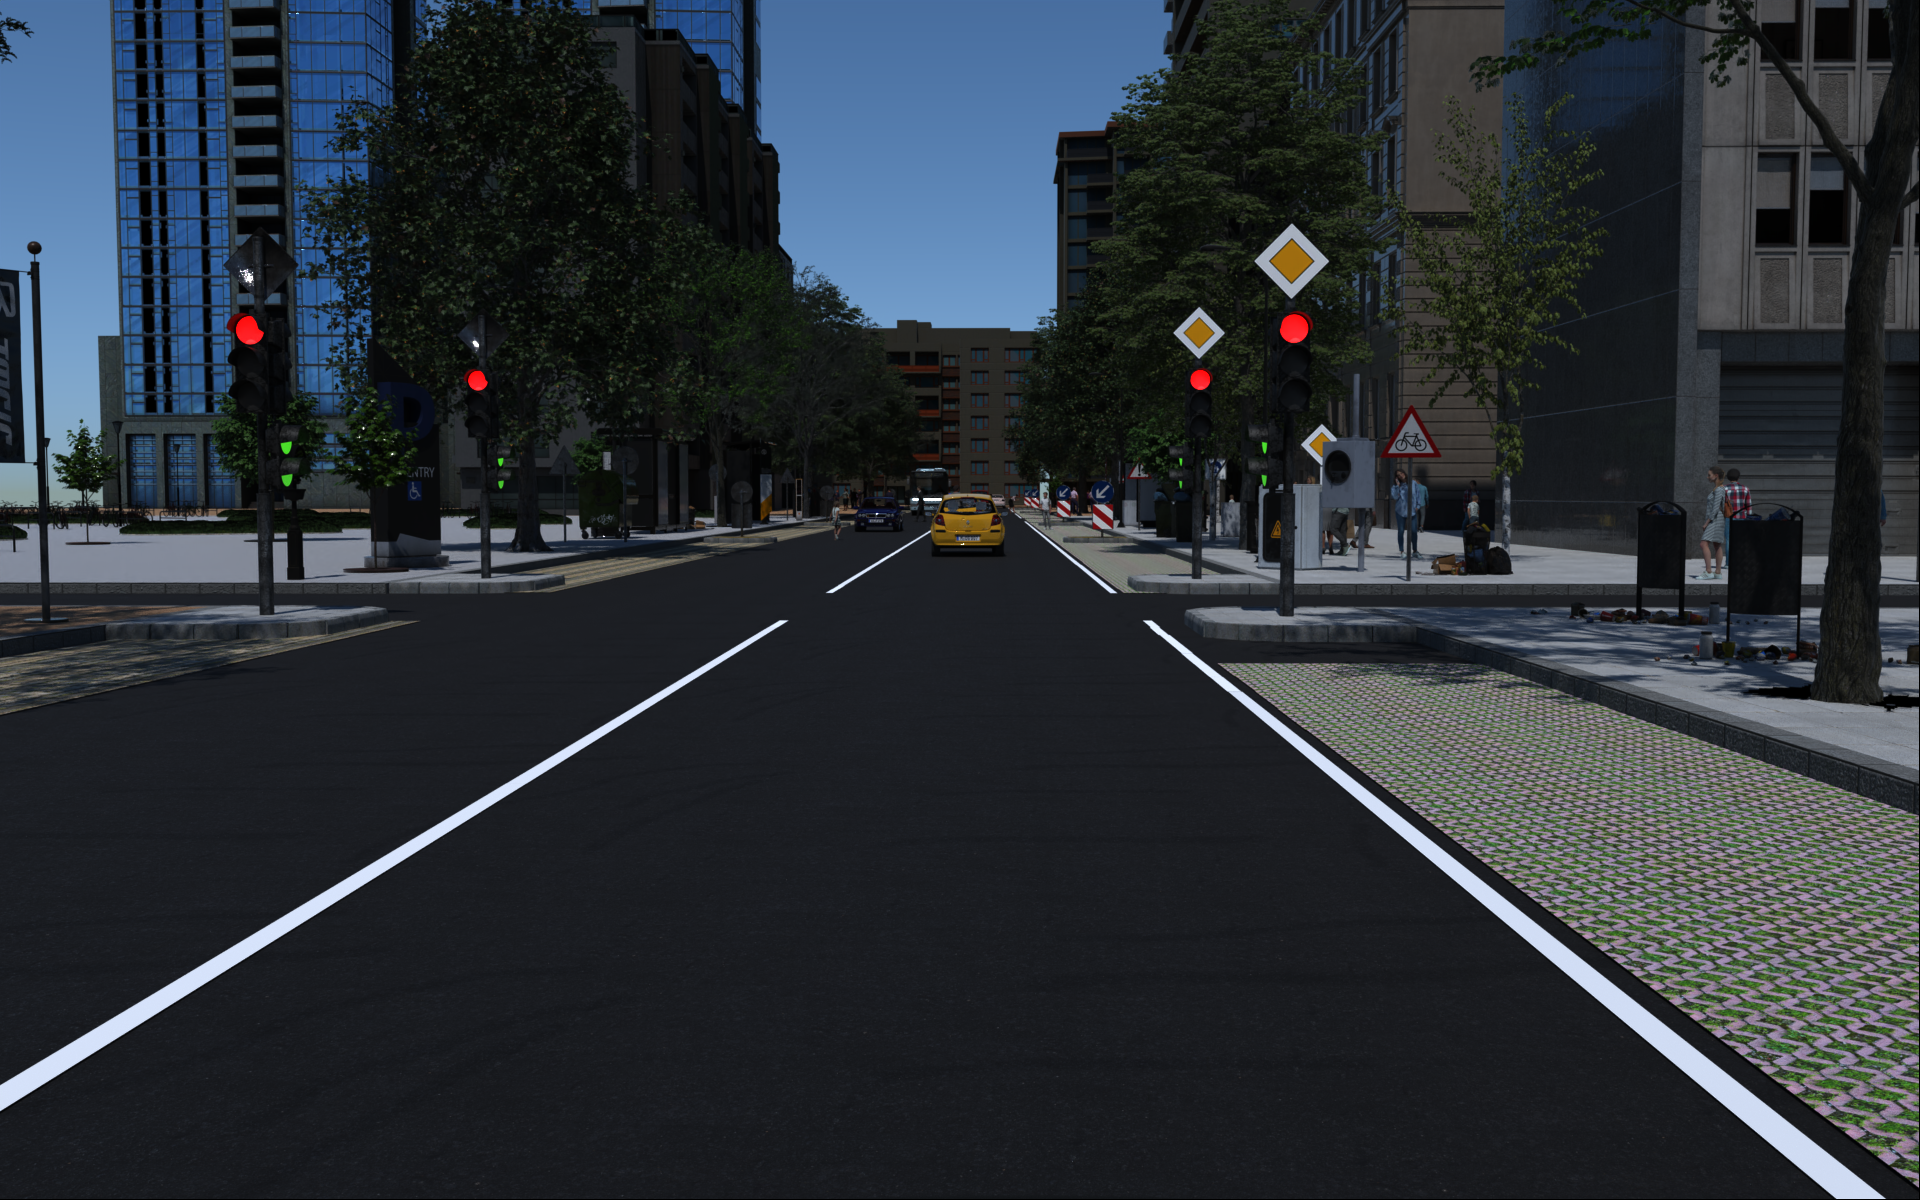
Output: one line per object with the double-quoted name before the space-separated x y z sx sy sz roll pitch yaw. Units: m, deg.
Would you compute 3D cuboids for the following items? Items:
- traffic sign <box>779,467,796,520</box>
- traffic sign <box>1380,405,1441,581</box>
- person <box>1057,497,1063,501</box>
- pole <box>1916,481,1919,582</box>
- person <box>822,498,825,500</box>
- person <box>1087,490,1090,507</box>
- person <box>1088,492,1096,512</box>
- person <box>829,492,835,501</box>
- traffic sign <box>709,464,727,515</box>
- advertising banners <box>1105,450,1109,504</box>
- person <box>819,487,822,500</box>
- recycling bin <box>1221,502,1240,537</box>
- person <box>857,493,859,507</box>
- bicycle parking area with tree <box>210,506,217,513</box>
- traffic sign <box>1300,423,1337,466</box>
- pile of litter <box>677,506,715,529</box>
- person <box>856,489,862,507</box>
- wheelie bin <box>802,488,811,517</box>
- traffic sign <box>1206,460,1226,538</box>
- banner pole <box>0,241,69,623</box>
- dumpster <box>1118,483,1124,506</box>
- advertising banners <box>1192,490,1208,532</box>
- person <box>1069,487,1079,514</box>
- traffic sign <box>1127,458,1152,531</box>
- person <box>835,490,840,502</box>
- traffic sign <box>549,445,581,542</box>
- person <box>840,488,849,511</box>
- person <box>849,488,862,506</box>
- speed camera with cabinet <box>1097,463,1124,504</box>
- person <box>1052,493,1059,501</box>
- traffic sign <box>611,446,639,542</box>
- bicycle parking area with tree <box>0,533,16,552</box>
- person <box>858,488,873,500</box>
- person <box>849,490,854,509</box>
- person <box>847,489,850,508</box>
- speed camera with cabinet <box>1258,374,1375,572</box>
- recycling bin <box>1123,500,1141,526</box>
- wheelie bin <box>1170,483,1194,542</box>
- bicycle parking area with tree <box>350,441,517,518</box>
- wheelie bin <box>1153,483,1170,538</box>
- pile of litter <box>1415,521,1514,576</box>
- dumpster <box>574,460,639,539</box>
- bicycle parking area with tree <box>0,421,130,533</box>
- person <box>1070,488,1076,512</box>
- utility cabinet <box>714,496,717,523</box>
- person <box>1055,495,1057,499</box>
"traffic sign" -8.413 -5.160 84.372 0.884 2.594 0.081 1 4 8
"traffic sign" 6.593 -1.553 25.391 0.884 2.594 0.081 0 4 3
"person" 7.158 -7.050 121.174 0.709 1.838 0.599 1 4 20
"pole" 14.023 -1.914 25.134 0.158 3.312 0.155 0 3 0
"person" -12.681 -9.593 163.340 0.683 1.767 0.568 -3 5 -41
"person" 12.993 -10.320 175.457 1.217 1.739 0.721 0 4 -6
"person" 9.640 -7.238 125.329 0.436 1.711 0.756 -2 4 -26
"person" -8.769 -6.705 116.119 0.683 1.767 0.568 -3 4 -37
"traffic sign" -10.165 -4.438 72.659 0.768 2.556 0.104 0 4 2
"advertising banners" 5.862 -4.465 69.196 0.090 3.025 2.074 0 4 8
"person" -10.296 -7.384 126.779 0.705 1.822 1.348 0 3 0
"recycling bin" 8.228 -2.412 51.989 0.722 1.027 0.722 0 4 1
"person" -10.357 -10.134 174.964 0.421 1.427 0.697 -2 4 -35
"bicycle parking area with tree" -46.592 -6.752 97.396 8.231 4.147 9.016 -2 4 -33
"traffic sign" 6.753 -1.991 32.287 0.795 2.593 0.064 0 4 2
"pile of litter" -9.832 -3.033 63.548 1.719 0.858 1.176 0 4 -7
"person" -9.425 -9.468 161.301 0.568 1.767 0.683 0 4 -7
"wheelie bin" -8.552 -5.310 94.730 0.693 1.594 0.980 0 4 2
"traffic sign" 7.426 -2.951 50.380 0.606 2.300 0.079 1 4 8
"banner pole" -9.294 -1.655 17.073 0.401 3.779 0.863 2 4 33
"dumpster" 9.092 -5.728 99.407 1.264 1.857 1.865 0 4 1
"advertising banners" 8.090 -3.869 59.440 0.090 3.025 2.074 -1 4 -14
"person" 7.225 -6.240 109.013 0.436 1.711 0.756 -3 4 -36
"traffic sign" 6.304 -3.724 60.892 0.884 2.594 0.081 0 4 6
"person" -12.562 -10.398 176.966 0.541 1.710 0.530 2 4 28
"traffic sign" -10.550 -2.826 46.207 0.884 2.594 0.081 0 4 7
"person" -8.913 -7.753 133.593 0.721 1.735 1.217 -3 5 -41
"person" -9.519 -9.227 156.917 1.348 1.822 0.705 -2 4 -32
"speed camera with cabinet" 8.264 -6.170 95.211 0.660 3.252 2.038 -2 4 -25
"person" 8.645 -8.863 151.041 1.348 1.812 0.705 2 4 24
"traffic sign" -8.912 -2.811 46.071 0.768 2.556 0.104 0 4 8
"bicycle parking area with tree" -25.437 -3.056 36.973 8.231 4.147 9.016 -3 5 -44
"person" -7.682 -8.261 141.124 1.348 1.822 0.705 1 4 9
"person" -9.634 -8.924 153.419 0.415 1.643 0.593 -1 4 -12
"person" -10.435 -9.473 161.636 0.721 1.735 1.217 0 4 3
"speed camera with cabinet" 5.951 -2.121 29.013 0.660 3.252 2.038 -3 5 -39
"recycling bin" 6.862 -3.480 69.452 0.722 1.027 0.722 1 4 13
"wheelie bin" 6.037 -2.347 46.283 0.693 1.594 0.980 0 4 6
"bicycle parking area with tree" -27.317 -6.304 90.067 8.231 4.147 9.016 -1 4 -21
"wheelie bin" 6.125 -2.653 51.278 0.693 1.594 0.980 3 5 42
"pile of litter" 8.094 -0.843 27.743 1.719 0.858 1.176 0 4 -3
"dumpster" -10.170 -2.893 49.801 1.502 2.255 1.985 0 4 1
"bicycle parking area with tree" -34.666 -4.842 66.171 8.231 4.147 9.016 -3 5 -43
"person" 7.937 -7.107 123.047 0.742 1.727 0.445 -2 4 -35
"utility cabinet" -10.683 -4.042 77.240 0.306 1.237 1.020 1 4 9
"person" 8.105 -8.006 136.926 1.348 1.826 0.705 2 4 29
